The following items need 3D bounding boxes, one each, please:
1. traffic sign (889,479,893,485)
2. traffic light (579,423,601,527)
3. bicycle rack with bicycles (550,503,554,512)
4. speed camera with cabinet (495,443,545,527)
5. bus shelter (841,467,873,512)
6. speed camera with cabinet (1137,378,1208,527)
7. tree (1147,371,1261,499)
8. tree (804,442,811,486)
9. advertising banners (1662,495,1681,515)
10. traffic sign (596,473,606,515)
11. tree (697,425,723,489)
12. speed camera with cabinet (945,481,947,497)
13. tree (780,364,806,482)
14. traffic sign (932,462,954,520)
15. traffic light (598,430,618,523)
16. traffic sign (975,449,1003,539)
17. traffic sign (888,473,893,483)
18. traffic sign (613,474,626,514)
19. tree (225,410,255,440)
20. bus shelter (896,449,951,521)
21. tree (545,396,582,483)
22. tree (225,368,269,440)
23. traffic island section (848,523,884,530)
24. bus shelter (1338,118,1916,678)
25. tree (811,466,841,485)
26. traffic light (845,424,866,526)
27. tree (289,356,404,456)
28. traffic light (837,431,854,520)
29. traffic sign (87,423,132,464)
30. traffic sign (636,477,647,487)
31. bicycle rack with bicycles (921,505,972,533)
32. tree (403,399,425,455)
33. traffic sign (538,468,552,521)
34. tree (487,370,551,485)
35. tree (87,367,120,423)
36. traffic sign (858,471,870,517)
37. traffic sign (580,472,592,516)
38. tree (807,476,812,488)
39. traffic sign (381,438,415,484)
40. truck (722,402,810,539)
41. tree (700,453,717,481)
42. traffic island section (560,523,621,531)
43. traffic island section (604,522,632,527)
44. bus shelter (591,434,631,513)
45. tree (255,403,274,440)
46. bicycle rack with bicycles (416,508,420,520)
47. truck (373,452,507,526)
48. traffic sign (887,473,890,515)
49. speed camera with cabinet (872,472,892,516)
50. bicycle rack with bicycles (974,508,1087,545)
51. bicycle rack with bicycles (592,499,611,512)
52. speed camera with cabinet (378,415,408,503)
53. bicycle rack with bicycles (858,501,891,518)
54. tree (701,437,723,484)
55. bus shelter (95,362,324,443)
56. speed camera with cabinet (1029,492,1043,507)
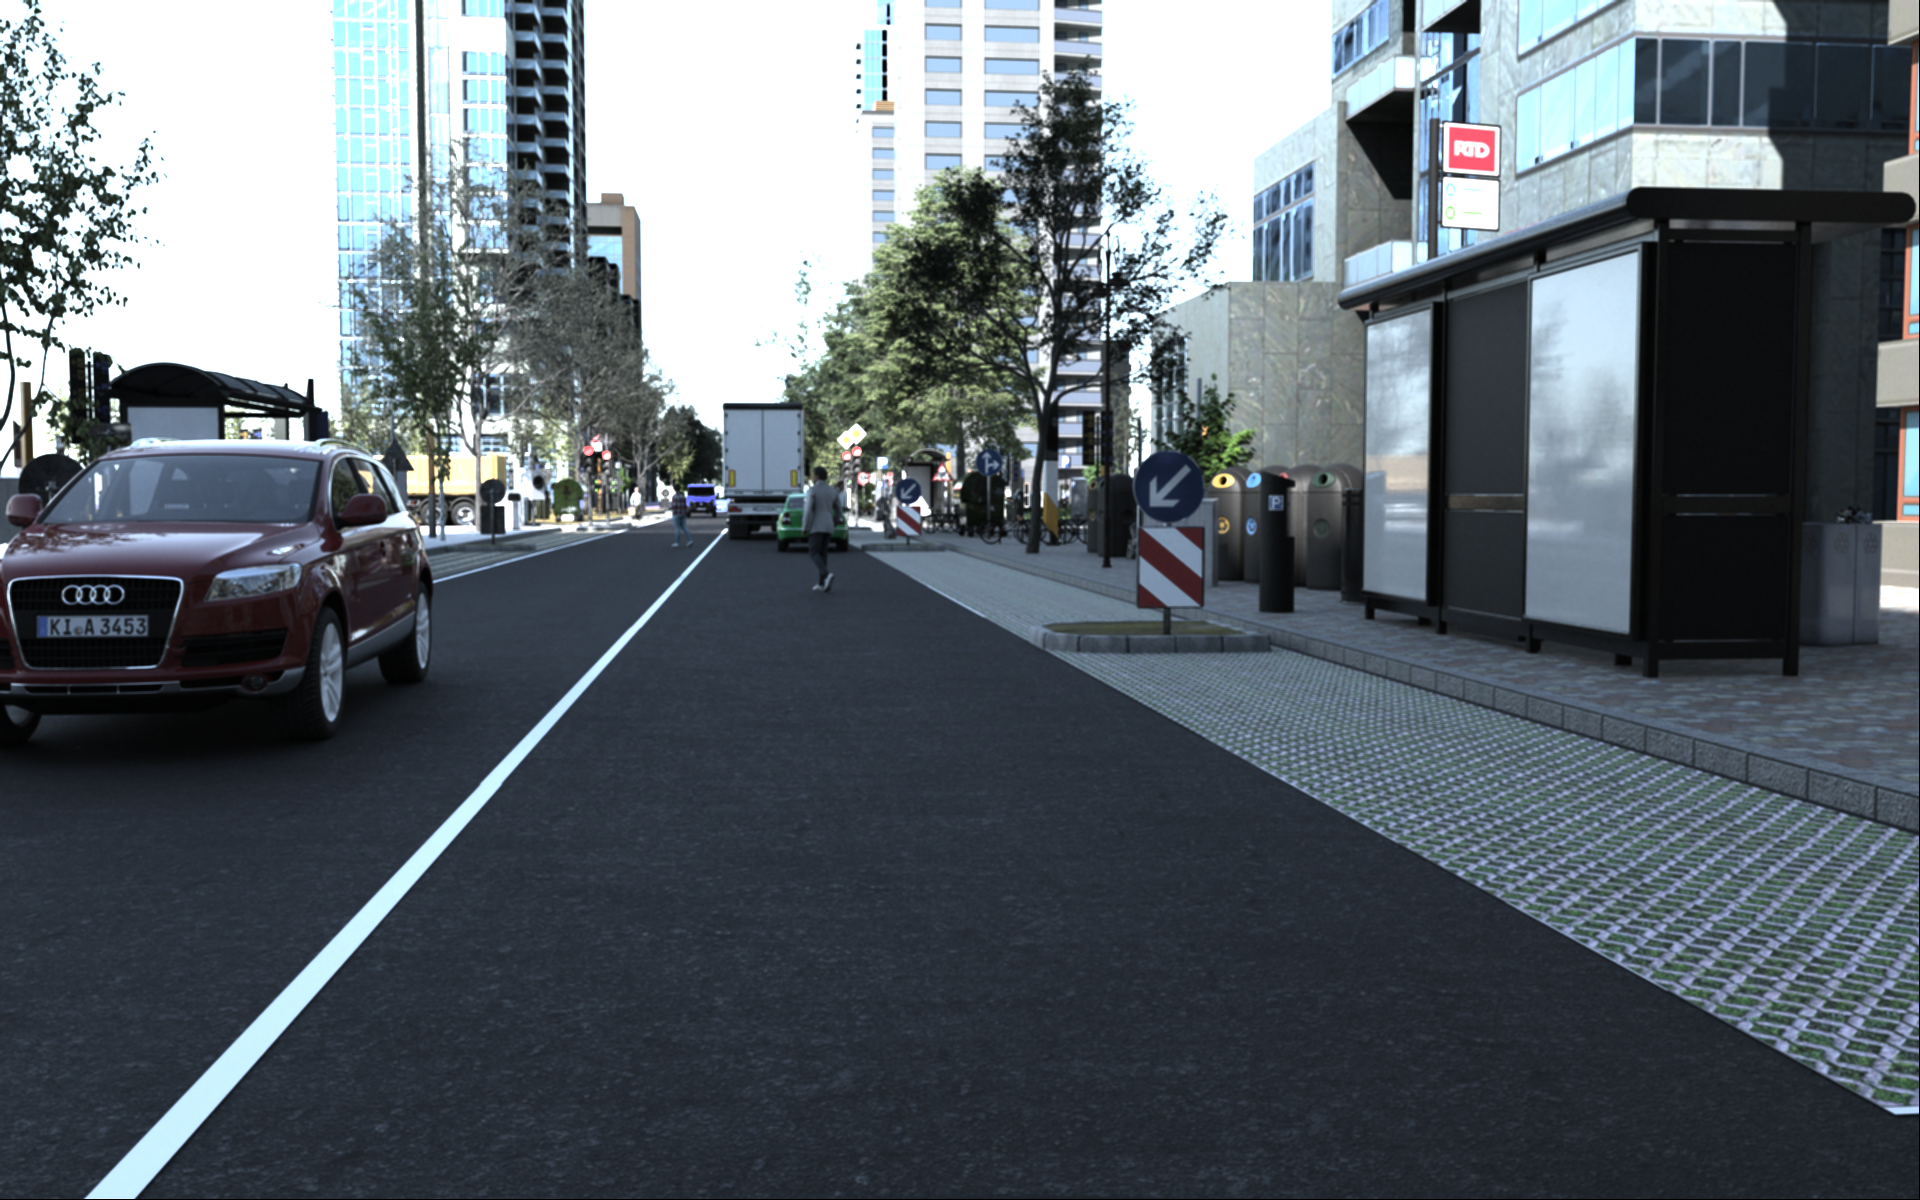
[{"bbox_3d":[-3.869,-6.362,104.015,0.884,2.594,0.081,0,4,-1],"label":"traffic sign"},{"bbox_3d":[-14.554,-4.845,68.143,0.839,4.253,0.868,0,4,-7],"label":"traffic light"},{"bbox_3d":[-30.936,-6.818,124.848,2.925,0.926,2.852,0,4,5],"label":"bicycle rack with bicycles"},{"bbox_3d":[-17.002,-4.441,66.944,0.660,3.252,2.038,2,4,34],"label":"speed camera with cabinet"},{"bbox_3d":[-7.384,-7.955,123.994,2.014,3.302,5.546,0,4,-7],"label":"bus shelter"},{"bbox_3d":[3.718,-2.199,30.283,0.660,3.252,2.038,-1,4,-15],"label":"speed camera with cabinet"},{"bbox_3d":[4.001,-2.003,27.349,1.663,3.219,1.824,0,3,0],"label":"tree"},{"bbox_3d":[-27.295,-23.030,294.668,7.486,12.596,7.792,0,3,0],"label":"tree"},{"bbox_3d":[7.544,-1.378,18.712,0.090,3.025,2.074,0,4,-3],"label":"advertising banners"},{"bbox_3d":[-21.522,-6.358,104.052,0.768,2.556,0.104,0,4,1],"label":"traffic sign"},{"bbox_3d":[-44.537,-24.623,309.245,9.857,13.997,8.962,0,3,0],"label":"tree"},{"bbox_3d":[-1.844,-9.032,142.013,2.038,3.252,0.660,1,4,21],"label":"speed camera with cabinet"},{"bbox_3d":[-11.776,-15.409,158.594,9.857,13.997,8.962,0,3,0],"label":"tree"},{"bbox_3d":[-0.697,-4.278,69.952,0.884,2.594,0.081,0,4,2],"label":"traffic sign"},{"bbox_3d":[-15.474,-5.331,76.075,0.839,4.253,0.868,0,4,-7],"label":"traffic light"},{"bbox_3d":[0.819,-2.987,48.936,0.768,2.556,0.104,0,4,3],"label":"traffic sign"},{"bbox_3d":[-3.966,-6.397,104.702,0.768,2.556,0.104,0,4,-1],"label":"traffic sign"},{"bbox_3d":[-21.749,-6.748,110.332,0.884,2.594,0.081,0,4,-6],"label":"traffic sign"},{"bbox_3d":[-47.377,-9.648,108.114,4.360,8.622,3.978,0,3,0],"label":"tree"},{"bbox_3d":[-1.728,-5.269,80.079,2.014,3.302,5.546,0,4,-7],"label":"bus shelter"},{"bbox_3d":[-28.071,-10.376,120.006,4.737,8.622,4.395,0,3,0],"label":"tree"},{"bbox_3d":[-42.900,-9.270,101.921,4.737,8.622,4.395,0,3,0],"label":"tree"},{"bbox_3d":[-4.123,-2.887,69.479,2.009,0.180,2.903,0,4,-7],"label":"traffic island section"},{"bbox_3d":[5.107,-2.362,16.254,2.179,5.291,8.768,0,4,-6],"label":"bus shelter"},{"bbox_3d":[-13.346,-11.653,174.241,4.285,4.588,4.351,0,3,0],"label":"tree"},{"bbox_3d":[-4.164,-4.920,69.360,0.839,4.253,0.868,0,4,-7],"label":"traffic light"},{"bbox_3d":[-32.097,-8.521,89.679,4.360,8.622,3.978,0,3,0],"label":"tree"},{"bbox_3d":[-5.084,-5.405,77.292,0.839,4.253,0.868,0,4,-7],"label":"traffic light"},{"bbox_3d":[-12.210,-1.394,24.915,0.606,2.300,0.079,0,4,-6],"label":"traffic sign"},{"bbox_3d":[-23.275,-7.735,126.565,0.768,2.556,0.104,0,4,2],"label":"traffic sign"},{"bbox_3d":[0.077,-2.702,57.562,2.925,0.926,2.852,0,4,-6],"label":"bicycle rack with bicycles"},{"bbox_3d":[-32.290,-9.023,97.895,4.360,8.622,3.978,0,3,0],"label":"tree"},{"bbox_3d":[-20.097,-5.109,83.636,0.768,2.556,0.104,0,4,1],"label":"traffic sign"},{"bbox_3d":[-25.765,-9.276,102.030,4.360,8.622,3.978,0,3,0],"label":"tree"},{"bbox_3d":[-47.080,-8.995,97.432,4.360,8.622,3.978,0,3,0],"label":"tree"},{"bbox_3d":[-5.376,-5.911,96.746,0.768,2.556,0.104,0,4,2],"label":"traffic sign"},{"bbox_3d":[-21.391,-6.054,99.097,0.768,2.556,0.104,0,4,0],"label":"traffic sign"},{"bbox_3d":[-18.230,-17.405,210.328,9.928,11.665,9.643,0,3,0],"label":"tree"},{"bbox_3d":[-13.195,-2.478,40.519,0.884,2.594,0.081,0,4,-4],"label":"traffic sign"},{"bbox_3d":[-6.499,-4.257,58.520,2.839,4.237,11.283,0,4,-5],"label":"truck"},{"bbox_3d":[-40.377,-20.154,263.927,7.601,10.594,8.767,2,4,27],"label":"tree"},{"bbox_3d":[-14.595,-2.813,68.273,2.009,0.180,2.903,0,4,-7],"label":"traffic island section"},{"bbox_3d":[-15.515,-3.298,76.205,2.009,0.180,2.903,0,4,-7],"label":"traffic island section"},{"bbox_3d":[-23.930,-8.624,118.632,2.179,5.291,8.768,0,4,-7],"label":"bus shelter"},{"bbox_3d":[-50.557,-10.889,128.398,4.360,8.622,3.978,0,3,0],"label":"tree"},{"bbox_3d":[-26.876,-4.420,85.642,2.852,0.926,2.925,2,4,35],"label":"bicycle rack with bicycles"},{"bbox_3d":[-23.906,-4.626,71.562,9.791,3.379,3.469,0,4,-5],"label":"truck"},{"bbox_3d":[-4.359,-6.480,105.959,0.884,2.594,0.081,0,4,-2],"label":"traffic sign"},{"bbox_3d":[-4.696,-6.590,102.079,0.660,3.252,2.038,-1,4,-15],"label":"speed camera with cabinet"},{"bbox_3d":[2.265,-1.933,44.990,2.925,0.926,2.852,1,4,22],"label":"bicycle rack with bicycles"},{"bbox_3d":[-25.956,-6.875,125.785,2.852,0.926,2.925,0,4,-5],"label":"bicycle rack with bicycles"},{"bbox_3d":[-14.936,-3.004,43.450,2.038,3.252,0.660,1,4,10],"label":"speed camera with cabinet"},{"bbox_3d":[-3.934,-4.930,93.982,2.852,0.926,2.925,-2,4,-32],"label":"bicycle rack with bicycles"},{"bbox_3d":[-43.864,-22.567,294.720,9.928,11.665,9.643,0,3,0],"label":"tree"},{"bbox_3d":[-12.459,-2.161,29.250,2.014,3.302,5.546,0,4,-6],"label":"bus shelter"},{"bbox_3d":[5.598,-7.578,118.242,2.038,3.252,0.660,-1,4,-16],"label":"speed camera with cabinet"}]
